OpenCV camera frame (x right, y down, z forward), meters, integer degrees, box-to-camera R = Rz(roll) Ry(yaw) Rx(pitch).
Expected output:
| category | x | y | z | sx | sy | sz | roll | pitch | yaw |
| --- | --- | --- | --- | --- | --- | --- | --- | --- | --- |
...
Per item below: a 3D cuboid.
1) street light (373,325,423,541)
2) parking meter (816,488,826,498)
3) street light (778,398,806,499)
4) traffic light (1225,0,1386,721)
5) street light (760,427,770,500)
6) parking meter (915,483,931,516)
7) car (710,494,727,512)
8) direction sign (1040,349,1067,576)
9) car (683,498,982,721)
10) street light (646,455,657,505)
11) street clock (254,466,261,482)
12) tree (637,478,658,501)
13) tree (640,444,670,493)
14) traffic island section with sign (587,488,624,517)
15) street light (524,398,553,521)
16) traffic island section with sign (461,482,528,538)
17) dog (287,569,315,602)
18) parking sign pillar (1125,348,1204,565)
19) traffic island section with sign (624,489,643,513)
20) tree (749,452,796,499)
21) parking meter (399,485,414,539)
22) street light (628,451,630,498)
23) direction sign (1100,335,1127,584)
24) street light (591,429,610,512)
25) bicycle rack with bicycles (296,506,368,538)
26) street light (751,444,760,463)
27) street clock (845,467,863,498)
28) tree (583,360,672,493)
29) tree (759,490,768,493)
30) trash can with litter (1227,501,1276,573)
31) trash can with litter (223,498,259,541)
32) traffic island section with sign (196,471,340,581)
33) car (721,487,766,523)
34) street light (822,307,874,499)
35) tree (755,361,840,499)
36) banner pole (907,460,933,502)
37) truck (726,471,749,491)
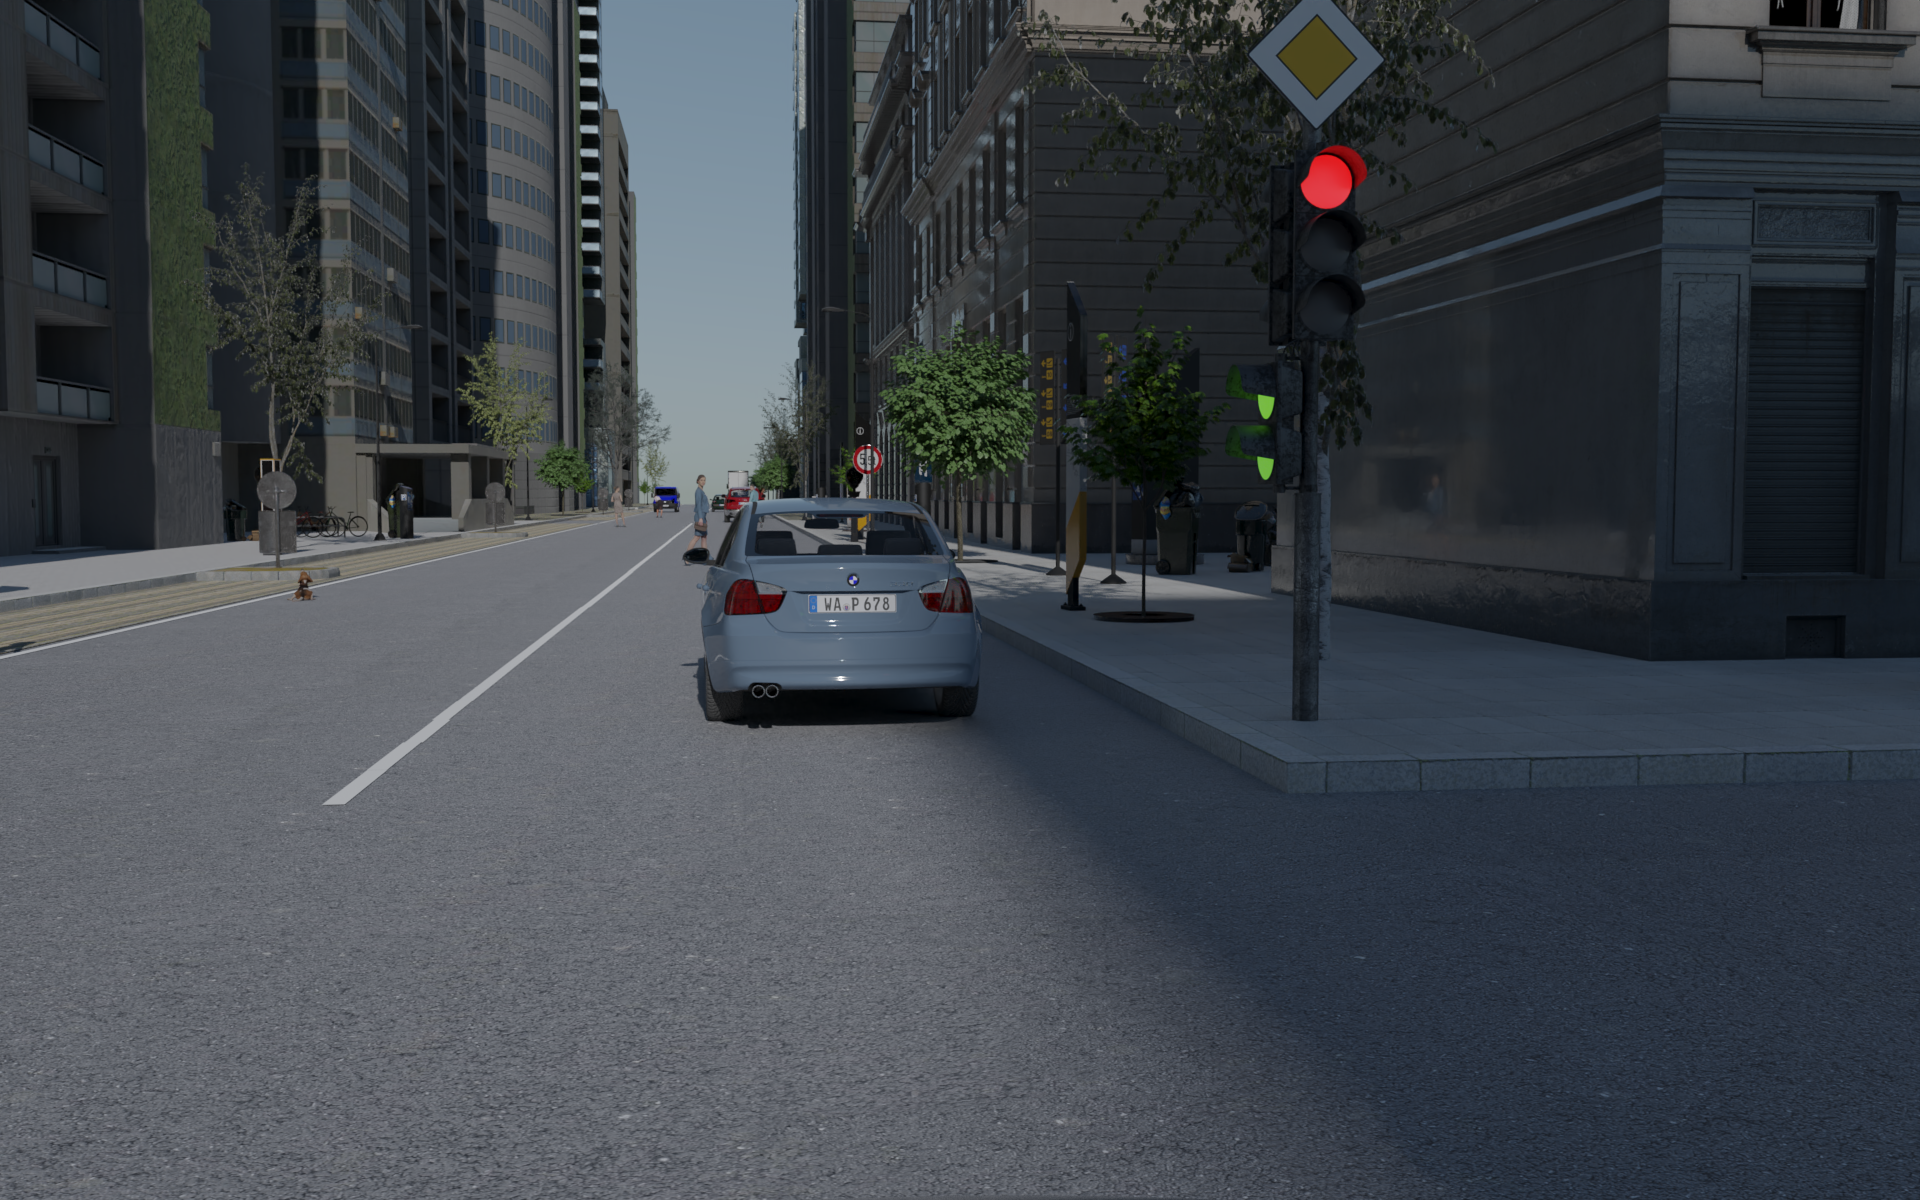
| category | x | y | z | sx | sy | sz | roll | pitch | yaw |
| --- | --- | --- | --- | --- | --- | --- | --- | --- | --- |
| street light | -15.452 | -4.593 | 47.629 | 1.470 | 5.913 | 1.316 | 0 | 4 | -8 |
| parking meter | -5.412 | -3.603 | 67.313 | 0.372 | 1.533 | 0.369 | 0 | 3 | 0 |
| street light | -8.053 | -6.791 | 83.571 | 1.470 | 5.913 | 1.316 | 0 | 4 | -8 |
| traffic light | 1.942 | -1.272 | 9.726 | 0.839 | 4.253 | 0.868 | 0 | 4 | -8 |
| street light | -12.894 | -9.014 | 119.925 | 1.470 | 5.913 | 1.316 | 0 | 4 | -8 |
| parking meter | -0.839 | -1.876 | 39.079 | 0.372 | 1.533 | 0.369 | 0 | 3 | 0 |
| car | -19.122 | -7.921 | 139.299 | 2.009 | 1.686 | 4.222 | -1 | 4 | -9 |
| direction sign | 1.545 | -2.157 | 27.260 | 0.379 | 3.537 | 0.876 | -3 | 4 | -37 |
| car | -0.953 | -0.019 | 12.312 | 2.014 | 1.417 | 4.499 | -1 | 4 | -9 |
| street light | -36.783 | -14.326 | 206.763 | 1.470 | 5.913 | 1.316 | 0 | 4 | -8 |
| street clock | -17.477 | -2.386 | 43.587 | 0.471 | 2.002 | 0.358 | 0 | 4 | -2 |
| tree | -36.809 | -12.734 | 202.807 | 1.663 | 3.219 | 1.824 | 0 | 3 | 0 |
| tree | -40.245 | -16.992 | 228.176 | 4.737 | 8.622 | 4.395 | 0 | 3 | 0 |
| traffic island section with sign | -22.015 | -6.022 | 107.087 | 1.989 | 1.847 | 2.006 | 0 | 4 | -8 |
| street light | -20.392 | -6.809 | 83.868 | 1.470 | 5.913 | 1.316 | 0 | 4 | -8 |
| traffic island section with sign | -15.400 | -2.985 | 57.431 | 1.989 | 1.847 | 2.006 | 0 | 4 | -8 |
| dog | -8.971 | -0.199 | 23.454 | 0.550 | 0.427 | 0.748 | 1 | 4 | 20 |
| parking sign pillar | 3.768 | -2.647 | 31.756 | 1.447 | 3.967 | 1.447 | -3 | 4 | -36 |
| traffic island section with sign | -25.629 | -7.688 | 134.321 | 1.989 | 1.847 | 2.006 | 0 | 4 | -8 |
| tree | -14.366 | -9.361 | 136.769 | 4.285 | 4.588 | 4.351 | 0 | 3 | 0 |
| parking meter | -15.897 | -2.528 | 49.744 | 0.372 | 1.533 | 0.369 | 0 | 3 | 0 |
| street light | -31.395 | -11.895 | 167.024 | 1.470 | 5.913 | 1.316 | 0 | 4 | -8 |
| direction sign | 2.199 | -2.002 | 24.723 | 0.379 | 3.537 | 0.876 | 2 | 4 | 27 |
| street light | -25.554 | -9.210 | 123.132 | 1.470 | 5.913 | 1.316 | 0 | 4 | -8 |
| bicycle rack with bicycles | -19.152 | -2.333 | 51.520 | 2.925 | 0.926 | 2.852 | -2 | 4 | -25 |
| street light | -18.275 | -11.470 | 160.082 | 1.470 | 5.913 | 1.316 | 0 | 4 | -8 |
| street clock | -2.820 | -2.549 | 46.240 | 0.471 | 2.002 | 0.358 | -1 | 4 | -9 |
| tree | -31.324 | -15.098 | 157.220 | 12.009 | 13.543 | 11.850 | 0 | 3 | 0 |
| tree | -25.708 | -14.003 | 223.547 | 1.663 | 3.219 | 1.824 | 0 | 3 | 0 |
| trash can with litter | 4.792 | -1.053 | 28.601 | 0.624 | 1.170 | 1.055 | 2 | 4 | 24 |
| trash can with litter | -19.511 | -2.190 | 47.200 | 1.055 | 1.170 | 0.624 | -3 | 5 | -40 |
| traffic island section with sign | -11.679 | -1.272 | 29.419 | 1.989 | 1.847 | 2.006 | 0 | 4 | -8 |
| car | -11.073 | -4.897 | 88.732 | 2.281 | 1.827 | 5.304 | 0 | 4 | -8 |
| street light | -2.736 | -4.325 | 43.263 | 1.470 | 5.913 | 1.316 | 0 | 4 | -8 |
| tree | -8.679 | -8.800 | 94.243 | 4.360 | 8.622 | 3.978 | 0 | 3 | 0 |
| banner pole | -1.135 | -3.423 | 45.979 | 0.863 | 3.779 | 0.401 | 0 | 4 | 2 |
| truck | -27.183 | -13.654 | 212.154 | 2.839 | 4.237 | 11.283 | 0 | 4 | -8 |
